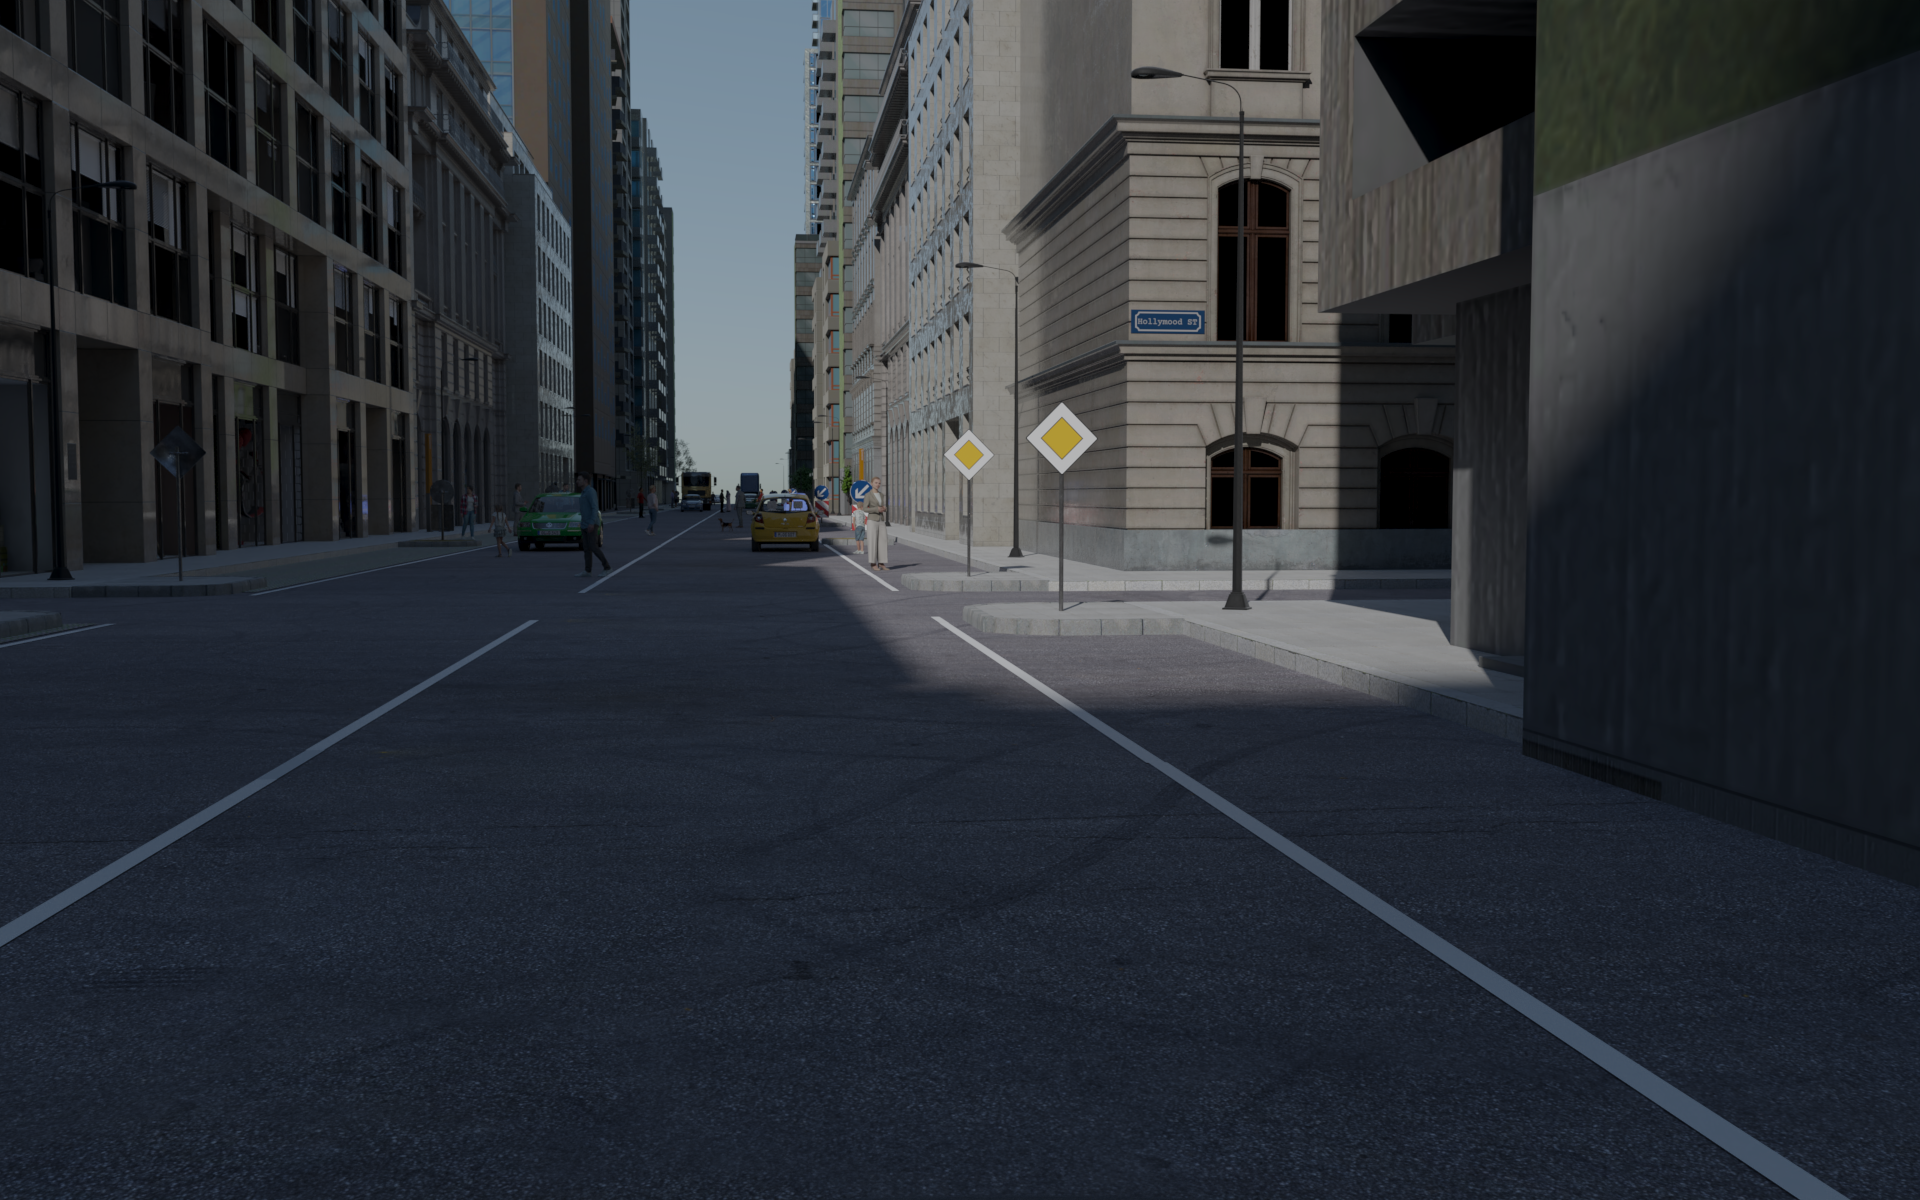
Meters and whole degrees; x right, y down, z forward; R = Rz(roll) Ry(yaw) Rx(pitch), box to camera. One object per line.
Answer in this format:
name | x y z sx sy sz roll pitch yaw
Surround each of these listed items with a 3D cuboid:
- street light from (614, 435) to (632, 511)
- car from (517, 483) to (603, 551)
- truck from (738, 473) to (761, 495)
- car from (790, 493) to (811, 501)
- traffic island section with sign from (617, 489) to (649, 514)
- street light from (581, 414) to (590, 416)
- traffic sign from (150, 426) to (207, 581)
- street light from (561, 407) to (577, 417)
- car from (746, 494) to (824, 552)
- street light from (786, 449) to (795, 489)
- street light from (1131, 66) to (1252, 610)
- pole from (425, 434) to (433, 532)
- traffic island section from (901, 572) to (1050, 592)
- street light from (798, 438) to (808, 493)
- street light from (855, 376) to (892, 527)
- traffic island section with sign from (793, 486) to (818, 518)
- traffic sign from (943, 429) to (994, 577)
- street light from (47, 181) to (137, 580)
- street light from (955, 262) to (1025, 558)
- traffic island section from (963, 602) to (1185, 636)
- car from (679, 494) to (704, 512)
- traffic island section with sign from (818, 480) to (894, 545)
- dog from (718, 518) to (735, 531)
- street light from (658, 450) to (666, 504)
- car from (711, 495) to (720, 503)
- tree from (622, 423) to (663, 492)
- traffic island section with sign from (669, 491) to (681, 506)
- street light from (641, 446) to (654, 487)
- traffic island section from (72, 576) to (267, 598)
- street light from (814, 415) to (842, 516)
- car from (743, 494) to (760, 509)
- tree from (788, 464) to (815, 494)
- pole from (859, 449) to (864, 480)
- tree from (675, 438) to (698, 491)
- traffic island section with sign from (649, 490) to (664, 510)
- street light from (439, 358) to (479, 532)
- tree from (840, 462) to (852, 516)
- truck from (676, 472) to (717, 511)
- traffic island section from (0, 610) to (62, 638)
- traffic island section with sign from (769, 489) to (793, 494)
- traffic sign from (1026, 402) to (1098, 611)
street light | -26.307 -9.946 135.154 1.470 5.913 1.316 0 4 -7
car | -10.389 -2.223 45.141 1.959 1.807 4.718 0 4 -5
truck | -25.683 -13.625 212.529 2.967 4.110 18.799 0 4 -8
car | -10.975 -6.544 116.590 1.945 1.707 3.694 0 4 -8
traffic island section with sign | -23.624 -7.086 124.481 1.989 1.847 2.006 0 4 -7
street light | -22.241 -7.862 101.084 1.470 5.913 1.316 0 4 -7
traffic sign | -11.475 -1.334 25.453 0.795 2.450 0.064 0 4 -7
street light | -21.167 -7.320 92.215 1.470 5.913 1.316 0 4 -7
car | -4.490 -2.094 44.466 2.015 1.641 3.980 0 4 -6
street light | -16.859 -12.540 177.571 1.470 5.913 1.316 0 4 -7
street light | 2.547 -2.844 19.049 1.470 5.913 1.316 0 4 -7
pole | -17.926 -3.953 58.467 0.158 3.312 0.155 0 3 0
traffic island section | 0.157 -0.284 26.928 2.009 0.180 2.903 0 4 -7
street light | -12.740 -10.487 144.009 1.470 5.913 1.316 0 4 -7
street light | -3.409 -5.845 68.110 1.470 5.913 1.316 0 4 -7
traffic island section with sign | -6.236 -4.144 76.375 1.989 1.847 2.006 0 4 -7
traffic sign | 0.135 -1.419 26.848 0.795 2.450 0.064 0 4 -7
street light | -12.900 -3.256 25.769 1.470 5.913 1.316 0 4 -7
street light | 0.598 -3.812 34.871 1.470 5.913 1.316 0 4 -7
traffic island section | 1.128 0.201 19.002 2.009 0.180 2.903 0 4 -7
car | -21.591 -7.791 139.379 2.014 1.417 4.499 -1 4 -9
traffic island section with sign | -2.963 -2.507 49.619 1.989 1.847 2.006 0 4 -7
dog | -8.985 -2.893 66.590 0.540 0.507 0.406 -2 4 -28
street light | -32.279 -12.910 183.622 1.470 5.913 1.316 0 4 -7
car | -33.363 -13.751 237.192 2.083 1.381 4.827 0 4 -5
tree | -32.505 -13.847 176.759 4.360 8.622 3.978 0 3 0
traffic island section with sign | -33.597 -12.067 205.921 1.989 1.847 2.006 0 4 -7
street light | -30.423 -11.978 168.379 1.470 5.913 1.316 0 4 -7
traffic island section | -11.498 -0.198 25.512 2.009 0.180 2.903 0 4 -7
street light | -7.626 -7.892 101.571 1.470 5.913 1.316 0 4 -7
car | -17.763 -8.221 146.206 2.131 1.459 4.920 0 4 -8
tree | -16.552 -12.288 184.620 4.285 4.588 4.351 0 3 0
pole | -4.417 -5.122 77.582 0.158 3.312 0.155 0 3 0
tree | -42.520 -19.800 258.139 7.601 10.594 8.767 0 4 1
traffic island section with sign | -26.951 -8.743 151.583 1.989 1.847 2.006 0 4 -7
street light | -17.064 -5.287 58.988 1.470 5.913 1.316 0 4 -7
tree | -6.700 -6.682 103.845 1.663 3.219 1.824 0 3 0
truck | -23.146 -9.547 152.019 3.469 3.379 9.791 -1 4 -9
traffic island section | -10.528 0.287 17.586 2.009 0.180 2.903 0 4 -7
traffic island section with sign | -15.610 -8.828 152.962 1.989 1.847 2.006 0 4 -7
traffic sign | 1.105 -0.935 18.922 0.795 2.450 0.064 0 4 -7
